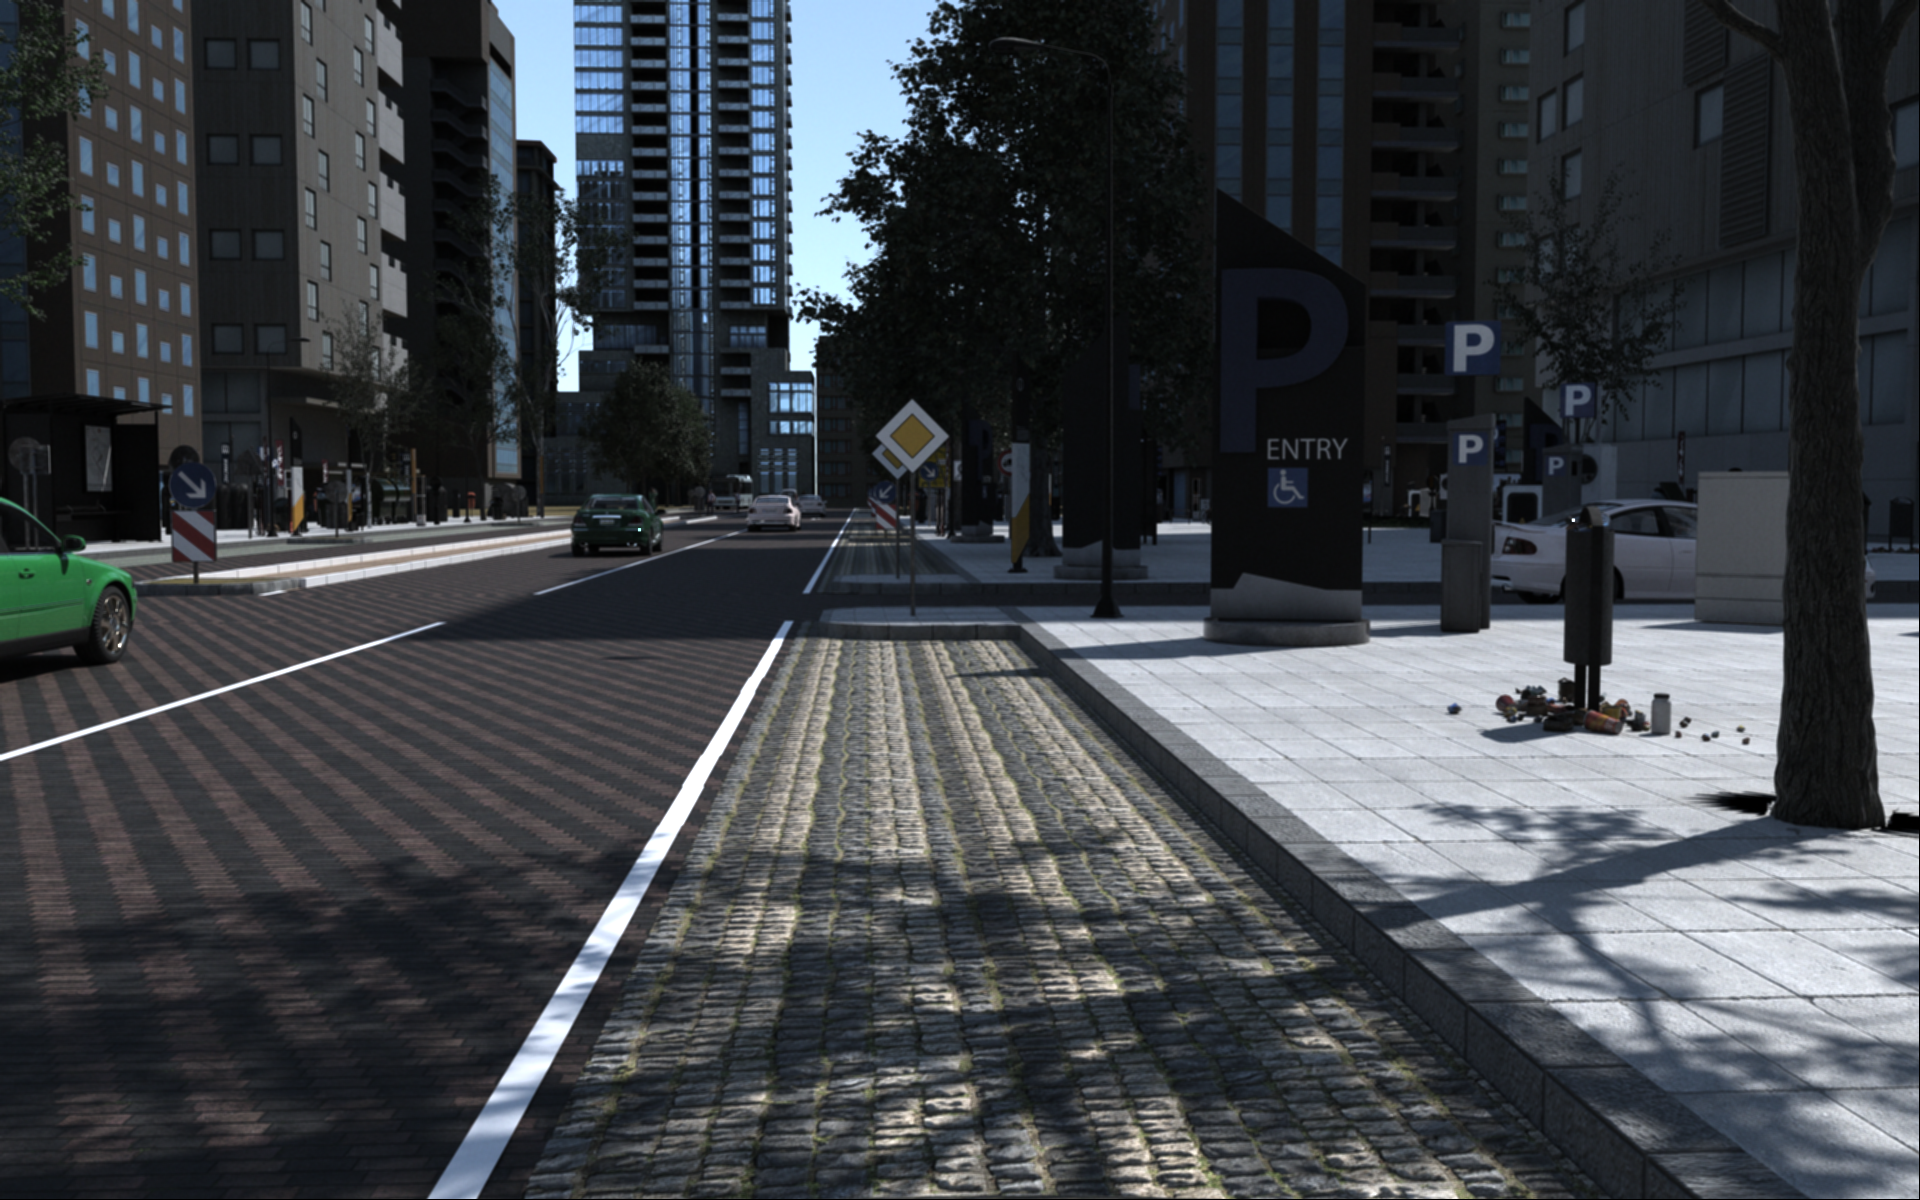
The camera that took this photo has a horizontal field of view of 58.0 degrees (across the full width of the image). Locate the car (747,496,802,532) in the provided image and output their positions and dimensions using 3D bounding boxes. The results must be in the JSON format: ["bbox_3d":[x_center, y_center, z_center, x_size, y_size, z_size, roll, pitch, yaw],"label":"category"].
[{"bbox_3d":[-7.184,-3.351,67.143,2.083,1.381,4.827,0,4,-2],"label":"car"}]

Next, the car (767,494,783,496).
[{"bbox_3d":[-14.871,-7.800,139.332,2.131,1.459,4.920,0,4,-3],"label":"car"}]

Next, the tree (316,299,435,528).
[{"bbox_3d":[-22.132,-7.009,64.955,4.360,8.622,3.978,0,3,0],"label":"tree"}]

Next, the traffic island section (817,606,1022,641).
[{"bbox_3d":[-0.477,0.245,18.273,2.009,0.180,2.903,0,4,-3],"label":"traffic island section"}]

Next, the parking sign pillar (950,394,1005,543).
[{"bbox_3d":[0.463,-3.504,45.756,1.447,3.967,1.447,1,4,21],"label":"parking sign pillar"}]

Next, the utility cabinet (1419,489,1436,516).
[{"bbox_3d":[18.926,-3.760,70.152,0.318,1.500,1.173,0,4,-2],"label":"utility cabinet"}]

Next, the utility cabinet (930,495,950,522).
[{"bbox_3d":[-0.910,-4.254,80.716,1.020,1.237,0.306,1,4,11],"label":"utility cabinet"}]

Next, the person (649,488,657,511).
[{"bbox_3d":[-17.462,-5.466,98.113,0.529,1.795,0.600,-3,4,-36],"label":"person"}]

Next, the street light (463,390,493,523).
[{"bbox_3d":[-21.526,-6.415,77.421,1.470,5.913,1.316,0,4,-3],"label":"street light"}]

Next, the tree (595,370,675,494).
[{"bbox_3d":[-25.378,-12.045,131.343,8.767,10.594,7.601,0,4,6],"label":"tree"}]

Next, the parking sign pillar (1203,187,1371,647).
[{"bbox_3d":[2.867,-1.630,15.116,1.447,3.967,1.447,1,4,12],"label":"parking sign pillar"}]

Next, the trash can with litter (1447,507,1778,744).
[{"bbox_3d":[3.695,0.062,10.038,1.678,1.210,2.233,1,4,12],"label":"trash can with litter"}]

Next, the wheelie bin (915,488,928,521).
[{"bbox_3d":[-1.993,-4.617,83.393,0.693,1.594,0.980,-3,4,-38],"label":"wheelie bin"}]

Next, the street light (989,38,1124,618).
[{"bbox_3d":[0.992,-2.771,17.841,1.470,5.913,1.316,0,4,-3],"label":"street light"}]

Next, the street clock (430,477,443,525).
[{"bbox_3d":[-21.893,-4.151,72.432,0.471,2.002,0.358,0,4,0],"label":"street clock"}]

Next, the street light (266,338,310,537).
[{"bbox_3d":[-19.973,-4.830,51.517,1.470,5.913,1.316,0,4,-3],"label":"street light"}]

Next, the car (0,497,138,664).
[{"bbox_3d":[-7.954,-0.269,13.196,1.959,1.807,4.718,0,4,-2],"label":"car"}]

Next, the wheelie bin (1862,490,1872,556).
[{"bbox_3d":[18.005,-1.656,34.983,0.693,1.594,0.980,2,4,26],"label":"wheelie bin"}]

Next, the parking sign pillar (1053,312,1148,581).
[{"bbox_3d":[2.146,-2.313,26.287,1.447,3.967,1.447,-3,5,-39],"label":"parking sign pillar"}]

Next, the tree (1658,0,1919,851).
[{"bbox_3d":[3.415,-4.948,6.650,9.928,11.665,9.643,0,3,0],"label":"tree"}]

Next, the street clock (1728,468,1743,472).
[{"bbox_3d":[21.479,-2.658,48.025,0.471,2.002,0.358,2,4,30],"label":"street clock"}]

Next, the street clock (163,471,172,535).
[{"bbox_3d":[-24.970,-3.062,54.640,0.358,2.002,0.471,-1,4,-14],"label":"street clock"}]

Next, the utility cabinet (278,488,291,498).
[{"bbox_3d":[-35.716,-5.060,91.416,1.173,1.500,0.318,-2,4,-32],"label":"utility cabinet"}]

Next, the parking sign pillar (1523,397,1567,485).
[{"bbox_3d":[16.337,-3.658,48.283,1.447,3.967,1.447,-2,4,-24],"label":"parking sign pillar"}]

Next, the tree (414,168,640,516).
[{"bbox_3d":[-25.320,-15.020,101.460,12.611,20.169,13.585,0,3,0],"label":"tree"}]

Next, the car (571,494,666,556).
[{"bbox_3d":[-8.198,-1.822,41.595,2.131,1.459,4.920,0,4,-5],"label":"car"}]

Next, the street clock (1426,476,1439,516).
[{"bbox_3d":[18.637,-3.901,68.349,0.471,2.002,0.358,3,5,41],"label":"street clock"}]

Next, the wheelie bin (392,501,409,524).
[{"bbox_3d":[-24.455,-4.137,75.553,0.980,1.594,0.693,3,5,39],"label":"wheelie bin"}]

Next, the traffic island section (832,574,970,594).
[{"bbox_3d":[-0.920,-0.242,26.245,2.009,0.180,2.903,0,4,-3],"label":"traffic island section"}]

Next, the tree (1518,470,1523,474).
[{"bbox_3d":[25.686,-5.044,77.075,1.663,3.219,1.824,0,3,0],"label":"tree"}]

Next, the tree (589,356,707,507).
[{"bbox_3d":[-26.314,-13.887,144.053,9.611,12.733,9.660,0,3,0],"label":"tree"}]

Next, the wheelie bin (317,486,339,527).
[{"bbox_3d":[-24.389,-3.606,66.865,0.693,1.594,0.980,0,4,6],"label":"wheelie bin"}]

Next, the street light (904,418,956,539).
[{"bbox_3d":[-0.772,-4.711,49.564,1.470,5.913,1.316,0,4,-3],"label":"street light"}]

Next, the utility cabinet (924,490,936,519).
[{"bbox_3d":[-1.666,-4.743,86.221,1.173,1.500,0.318,-3,5,-42],"label":"utility cabinet"}]

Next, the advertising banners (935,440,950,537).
[{"bbox_3d":[-0.526,-3.420,52.112,0.090,3.025,2.074,-1,4,-11],"label":"advertising banners"}]

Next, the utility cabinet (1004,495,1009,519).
[{"bbox_3d":[2.755,-4.676,87.609,1.020,1.237,0.306,-1,4,-11],"label":"utility cabinet"}]

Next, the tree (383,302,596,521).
[{"bbox_3d":[-23.238,-9.146,83.941,8.767,10.594,7.601,-2,4,-28],"label":"tree"}]

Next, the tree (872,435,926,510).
[{"bbox_3d":[-4.656,-11.529,138.857,4.360,8.622,3.978,0,3,0],"label":"tree"}]

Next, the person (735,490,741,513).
[{"bbox_3d":[-16.578,-7.370,129.930,0.436,1.711,0.756,2,4,26],"label":"person"}]

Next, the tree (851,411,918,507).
[{"bbox_3d":[-6.376,-16.626,178.490,9.857,13.997,8.962,0,3,0],"label":"tree"}]

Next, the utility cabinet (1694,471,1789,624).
[{"bbox_3d":[7.892,-0.510,17.018,1.173,1.500,0.318,3,5,40],"label":"utility cabinet"}]

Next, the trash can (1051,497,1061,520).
[{"bbox_3d":[4.590,-4.459,84.552,0.748,1.137,0.748,0,3,0],"label":"trash can"}]

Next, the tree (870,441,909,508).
[{"bbox_3d":[-5.116,-14.058,164.268,7.601,10.594,8.767,1,4,18],"label":"tree"}]

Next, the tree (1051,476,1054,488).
[{"bbox_3d":[4.516,-6.270,97.108,1.663,3.219,1.824,0,3,0],"label":"tree"}]

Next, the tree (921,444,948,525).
[{"bbox_3d":[-0.793,-7.361,70.714,4.737,8.622,4.395,0,3,0],"label":"tree"}]

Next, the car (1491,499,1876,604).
[{"bbox_3d":[8.860,-0.566,21.610,4.827,1.381,2.083,0,4,-2],"label":"car"}]

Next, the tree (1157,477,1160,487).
[{"bbox_3d":[8.114,-5.161,78.980,1.663,3.219,1.824,0,3,0],"label":"tree"}]

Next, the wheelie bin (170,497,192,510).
[{"bbox_3d":[-26.310,-3.113,58.810,0.693,1.594,0.980,2,4,23],"label":"wheelie bin"}]

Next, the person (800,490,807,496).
[{"bbox_3d":[-15.083,-9.695,167.044,1.348,1.821,0.705,1,4,23],"label":"person"}]

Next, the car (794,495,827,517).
[{"bbox_3d":[-9.320,-5.837,107.802,2.083,1.381,4.827,0,4,-3],"label":"car"}]

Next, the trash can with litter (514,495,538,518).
[{"bbox_3d":[-23.948,-5.117,94.720,1.678,1.210,2.233,0,4,0],"label":"trash can with litter"}]

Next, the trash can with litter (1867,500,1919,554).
[{"bbox_3d":[20.429,-1.655,38.120,1.678,1.210,2.233,-2,4,-26],"label":"trash can with litter"}]

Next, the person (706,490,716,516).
[{"bbox_3d":[-16.595,-6.464,115.121,0.436,1.711,0.756,-3,5,-42],"label":"person"}]

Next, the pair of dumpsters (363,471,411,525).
[{"bbox_3d":[-24.335,-4.287,72.590,1.574,2.255,4.437,0,4,-3],"label":"pair of dumpsters"}]

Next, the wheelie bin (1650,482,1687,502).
[{"bbox_3d":[18.519,-2.292,45.375,0.980,1.594,0.693,-2,4,-29],"label":"wheelie bin"}]

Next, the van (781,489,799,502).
[{"bbox_3d":[-15.573,-9.264,158.485,2.013,2.044,4.112,0,4,-3],"label":"van"}]

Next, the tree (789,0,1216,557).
[{"bbox_3d":[1.567,-7.232,35.245,9.611,12.733,9.660,0,3,0],"label":"tree"}]

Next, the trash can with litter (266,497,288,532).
[{"bbox_3d":[-23.022,-2.884,58.541,0.624,1.170,1.055,0,4,6],"label":"trash can with litter"}]

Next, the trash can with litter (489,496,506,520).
[{"bbox_3d":[-22.747,-4.521,85.311,0.624,1.170,1.055,0,4,3],"label":"trash can with litter"}]

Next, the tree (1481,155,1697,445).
[{"bbox_3d":[13.796,-5.379,38.312,4.360,8.622,3.978,0,3,0],"label":"tree"}]
